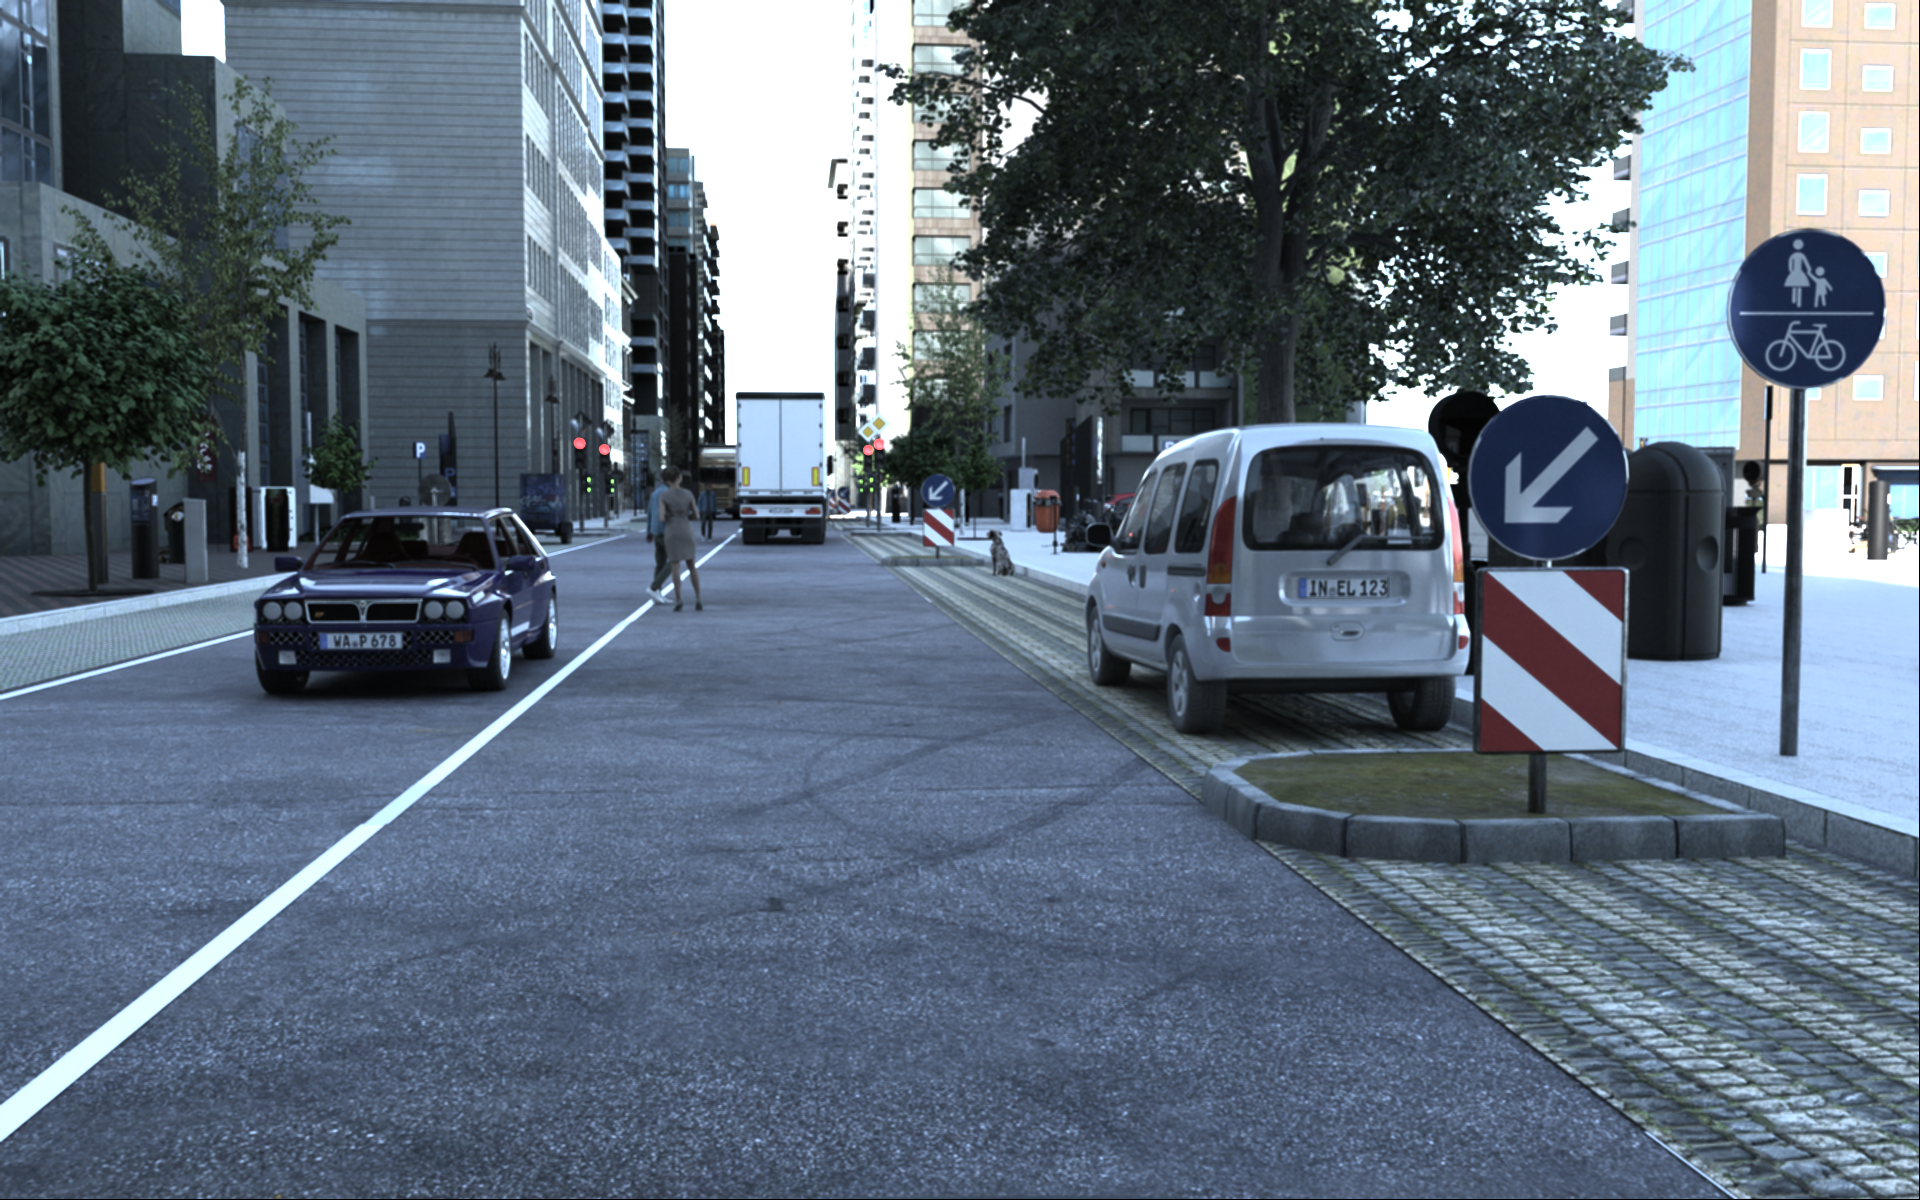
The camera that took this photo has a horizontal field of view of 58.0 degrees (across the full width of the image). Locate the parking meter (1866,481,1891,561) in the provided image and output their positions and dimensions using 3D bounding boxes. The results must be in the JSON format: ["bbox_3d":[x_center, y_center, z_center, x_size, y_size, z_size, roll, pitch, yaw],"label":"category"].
[{"bbox_3d":[17.715,-1.528,33.398,0.372,1.533,0.369,0,3,0],"label":"parking meter"}]

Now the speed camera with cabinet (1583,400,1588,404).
[{"bbox_3d":[12.473,-2.581,36.535,2.038,3.252,0.660,1,4,11],"label":"speed camera with cabinet"}]

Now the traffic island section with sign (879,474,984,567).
[{"bbox_3d":[-0.611,-1.607,34.905,1.989,1.847,2.006,0,4,-6],"label":"traffic island section with sign"}]

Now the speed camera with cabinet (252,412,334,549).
[{"bbox_3d":[-15.953,-2.868,41.231,0.660,3.252,2.038,2,4,33],"label":"speed camera with cabinet"}]

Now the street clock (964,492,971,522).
[{"bbox_3d":[0.324,-4.523,78.528,0.358,2.002,0.471,0,4,1],"label":"street clock"}]

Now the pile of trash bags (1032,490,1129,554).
[{"bbox_3d":[2.975,-1.723,37.931,3.447,1.369,1.912,-3,4,-39],"label":"pile of trash bags"}]

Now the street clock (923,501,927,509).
[{"bbox_3d":[-1.738,-4.973,85.886,0.471,2.002,0.358,-1,4,-15],"label":"street clock"}]

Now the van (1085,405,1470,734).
[{"bbox_3d":[1.954,-0.289,11.739,2.013,2.044,4.112,0,4,-6],"label":"van"}]

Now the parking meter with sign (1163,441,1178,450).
[{"bbox_3d":[7.412,-3.725,57.166,0.543,3.016,1.738,3,5,41],"label":"parking meter with sign"}]

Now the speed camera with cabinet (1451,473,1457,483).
[{"bbox_3d":[24.640,-5.667,86.984,0.660,3.252,2.038,1,4,19],"label":"speed camera with cabinet"}]

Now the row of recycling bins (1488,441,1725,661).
[{"bbox_3d":[5.460,-0.481,14.980,1.069,1.692,3.534,0,4,-2],"label":"row of recycling bins"}]

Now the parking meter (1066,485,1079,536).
[{"bbox_3d":[3.191,-2.498,49.252,0.372,1.533,0.369,0,3,0],"label":"parking meter"}]

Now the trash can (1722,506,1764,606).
[{"bbox_3d":[8.866,-0.512,20.025,0.748,1.137,0.748,0,3,0],"label":"trash can"}]

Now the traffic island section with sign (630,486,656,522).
[{"bbox_3d":[-15.883,-4.918,89.038,1.989,1.847,2.006,0,4,-6],"label":"traffic island section with sign"}]

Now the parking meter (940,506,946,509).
[{"bbox_3d":[-0.744,-3.971,73.331,0.372,1.533,0.369,0,3,0],"label":"parking meter"}]

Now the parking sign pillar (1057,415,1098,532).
[{"bbox_3d":[4.076,-4.341,59.450,1.447,3.967,1.447,3,5,40],"label":"parking sign pillar"}]

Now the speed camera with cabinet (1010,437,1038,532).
[{"bbox_3d":[2.225,-4.009,59.881,0.660,3.252,2.038,1,4,14],"label":"speed camera with cabinet"}]

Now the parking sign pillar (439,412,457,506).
[{"bbox_3d":[-16.570,-4.138,56.133,1.447,3.967,1.447,-1,4,-20],"label":"parking sign pillar"}]

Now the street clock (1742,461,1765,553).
[{"bbox_3d":[17.174,-2.012,37.464,0.358,2.002,0.471,-2,4,-26],"label":"street clock"}]

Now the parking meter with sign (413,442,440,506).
[{"bbox_3d":[-17.350,-3.765,57.825,1.738,3.016,0.543,1,4,22],"label":"parking meter with sign"}]

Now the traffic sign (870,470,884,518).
[{"bbox_3d":[-4.443,-5.671,92.823,0.768,2.556,0.104,0,4,2],"label":"traffic sign"}]

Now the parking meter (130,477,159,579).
[{"bbox_3d":[-12.370,-1.092,26.271,0.372,1.533,0.369,0,3,0],"label":"parking meter"}]

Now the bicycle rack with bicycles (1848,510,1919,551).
[{"bbox_3d":[21.221,-1.635,40.111,2.852,0.926,2.925,-3,5,-42],"label":"bicycle rack with bicycles"}]

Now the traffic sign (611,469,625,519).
[{"bbox_3d":[-17.542,-5.417,88.667,0.768,2.556,0.104,0,4,3],"label":"traffic sign"}]

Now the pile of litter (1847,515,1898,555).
[{"bbox_3d":[19.532,-1.417,37.137,1.719,0.858,1.176,-3,5,-44],"label":"pile of litter"}]

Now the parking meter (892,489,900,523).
[{"bbox_3d":[-2.861,-4.232,77.598,0.372,1.533,0.369,0,3,0],"label":"parking meter"}]

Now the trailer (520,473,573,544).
[{"bbox_3d":[-11.801,-2.554,48.808,1.471,1.999,3.904,0,4,-7],"label":"trailer"}]

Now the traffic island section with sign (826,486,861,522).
[{"bbox_3d":[-6.179,-4.990,90.217,1.989,1.847,2.006,0,4,-6],"label":"traffic island section with sign"}]

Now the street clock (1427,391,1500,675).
[{"bbox_3d":[3.568,-0.472,12.286,0.471,2.002,0.358,0,4,-4],"label":"street clock"}]

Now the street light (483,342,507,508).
[{"bbox_3d":[-14.146,-4.896,52.837,0.468,5.910,1.993,0,4,-6],"label":"street light"}]

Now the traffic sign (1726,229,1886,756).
[{"bbox_3d":[4.073,-0.509,8.435,0.768,2.556,0.104,0,4,-1],"label":"traffic sign"}]

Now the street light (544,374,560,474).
[{"bbox_3d":[-15.650,-5.738,66.599,0.468,5.910,1.993,0,4,-6],"label":"street light"}]

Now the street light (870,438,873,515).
[{"bbox_3d":[-5.428,-8.142,105.913,0.468,5.910,1.993,0,4,-6],"label":"street light"}]

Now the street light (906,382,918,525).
[{"bbox_3d":[-1.995,-6.030,71.382,0.468,5.910,1.993,0,4,-6],"label":"street light"}]

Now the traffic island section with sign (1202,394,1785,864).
[{"bbox_3d":[2.153,0.061,7.636,1.989,1.847,2.006,0,4,-6],"label":"traffic island section with sign"}]

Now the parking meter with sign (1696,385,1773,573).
[{"bbox_3d":[12.245,-1.956,28.248,1.738,3.016,0.543,1,4,23],"label":"parking meter with sign"}]

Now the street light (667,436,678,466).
[{"bbox_3d":[-22.547,-9.932,135.173,0.468,5.910,1.993,0,4,-6],"label":"street light"}]

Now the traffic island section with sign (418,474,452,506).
[{"bbox_3d":[-10.328,-1.548,33.938,1.989,1.847,2.006,0,4,-6],"label":"traffic island section with sign"}]

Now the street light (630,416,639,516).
[{"bbox_3d":[-18.949,-7.836,100.901,0.468,5.910,1.993,0,4,-6],"label":"street light"}]

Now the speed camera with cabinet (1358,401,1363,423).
[{"bbox_3d":[8.421,-2.658,37.793,0.660,3.252,2.038,0,4,4],"label":"speed camera with cabinet"}]

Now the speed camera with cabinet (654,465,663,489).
[{"bbox_3d":[-20.837,-7.660,119.581,0.660,3.252,2.038,-1,4,-10],"label":"speed camera with cabinet"}]
